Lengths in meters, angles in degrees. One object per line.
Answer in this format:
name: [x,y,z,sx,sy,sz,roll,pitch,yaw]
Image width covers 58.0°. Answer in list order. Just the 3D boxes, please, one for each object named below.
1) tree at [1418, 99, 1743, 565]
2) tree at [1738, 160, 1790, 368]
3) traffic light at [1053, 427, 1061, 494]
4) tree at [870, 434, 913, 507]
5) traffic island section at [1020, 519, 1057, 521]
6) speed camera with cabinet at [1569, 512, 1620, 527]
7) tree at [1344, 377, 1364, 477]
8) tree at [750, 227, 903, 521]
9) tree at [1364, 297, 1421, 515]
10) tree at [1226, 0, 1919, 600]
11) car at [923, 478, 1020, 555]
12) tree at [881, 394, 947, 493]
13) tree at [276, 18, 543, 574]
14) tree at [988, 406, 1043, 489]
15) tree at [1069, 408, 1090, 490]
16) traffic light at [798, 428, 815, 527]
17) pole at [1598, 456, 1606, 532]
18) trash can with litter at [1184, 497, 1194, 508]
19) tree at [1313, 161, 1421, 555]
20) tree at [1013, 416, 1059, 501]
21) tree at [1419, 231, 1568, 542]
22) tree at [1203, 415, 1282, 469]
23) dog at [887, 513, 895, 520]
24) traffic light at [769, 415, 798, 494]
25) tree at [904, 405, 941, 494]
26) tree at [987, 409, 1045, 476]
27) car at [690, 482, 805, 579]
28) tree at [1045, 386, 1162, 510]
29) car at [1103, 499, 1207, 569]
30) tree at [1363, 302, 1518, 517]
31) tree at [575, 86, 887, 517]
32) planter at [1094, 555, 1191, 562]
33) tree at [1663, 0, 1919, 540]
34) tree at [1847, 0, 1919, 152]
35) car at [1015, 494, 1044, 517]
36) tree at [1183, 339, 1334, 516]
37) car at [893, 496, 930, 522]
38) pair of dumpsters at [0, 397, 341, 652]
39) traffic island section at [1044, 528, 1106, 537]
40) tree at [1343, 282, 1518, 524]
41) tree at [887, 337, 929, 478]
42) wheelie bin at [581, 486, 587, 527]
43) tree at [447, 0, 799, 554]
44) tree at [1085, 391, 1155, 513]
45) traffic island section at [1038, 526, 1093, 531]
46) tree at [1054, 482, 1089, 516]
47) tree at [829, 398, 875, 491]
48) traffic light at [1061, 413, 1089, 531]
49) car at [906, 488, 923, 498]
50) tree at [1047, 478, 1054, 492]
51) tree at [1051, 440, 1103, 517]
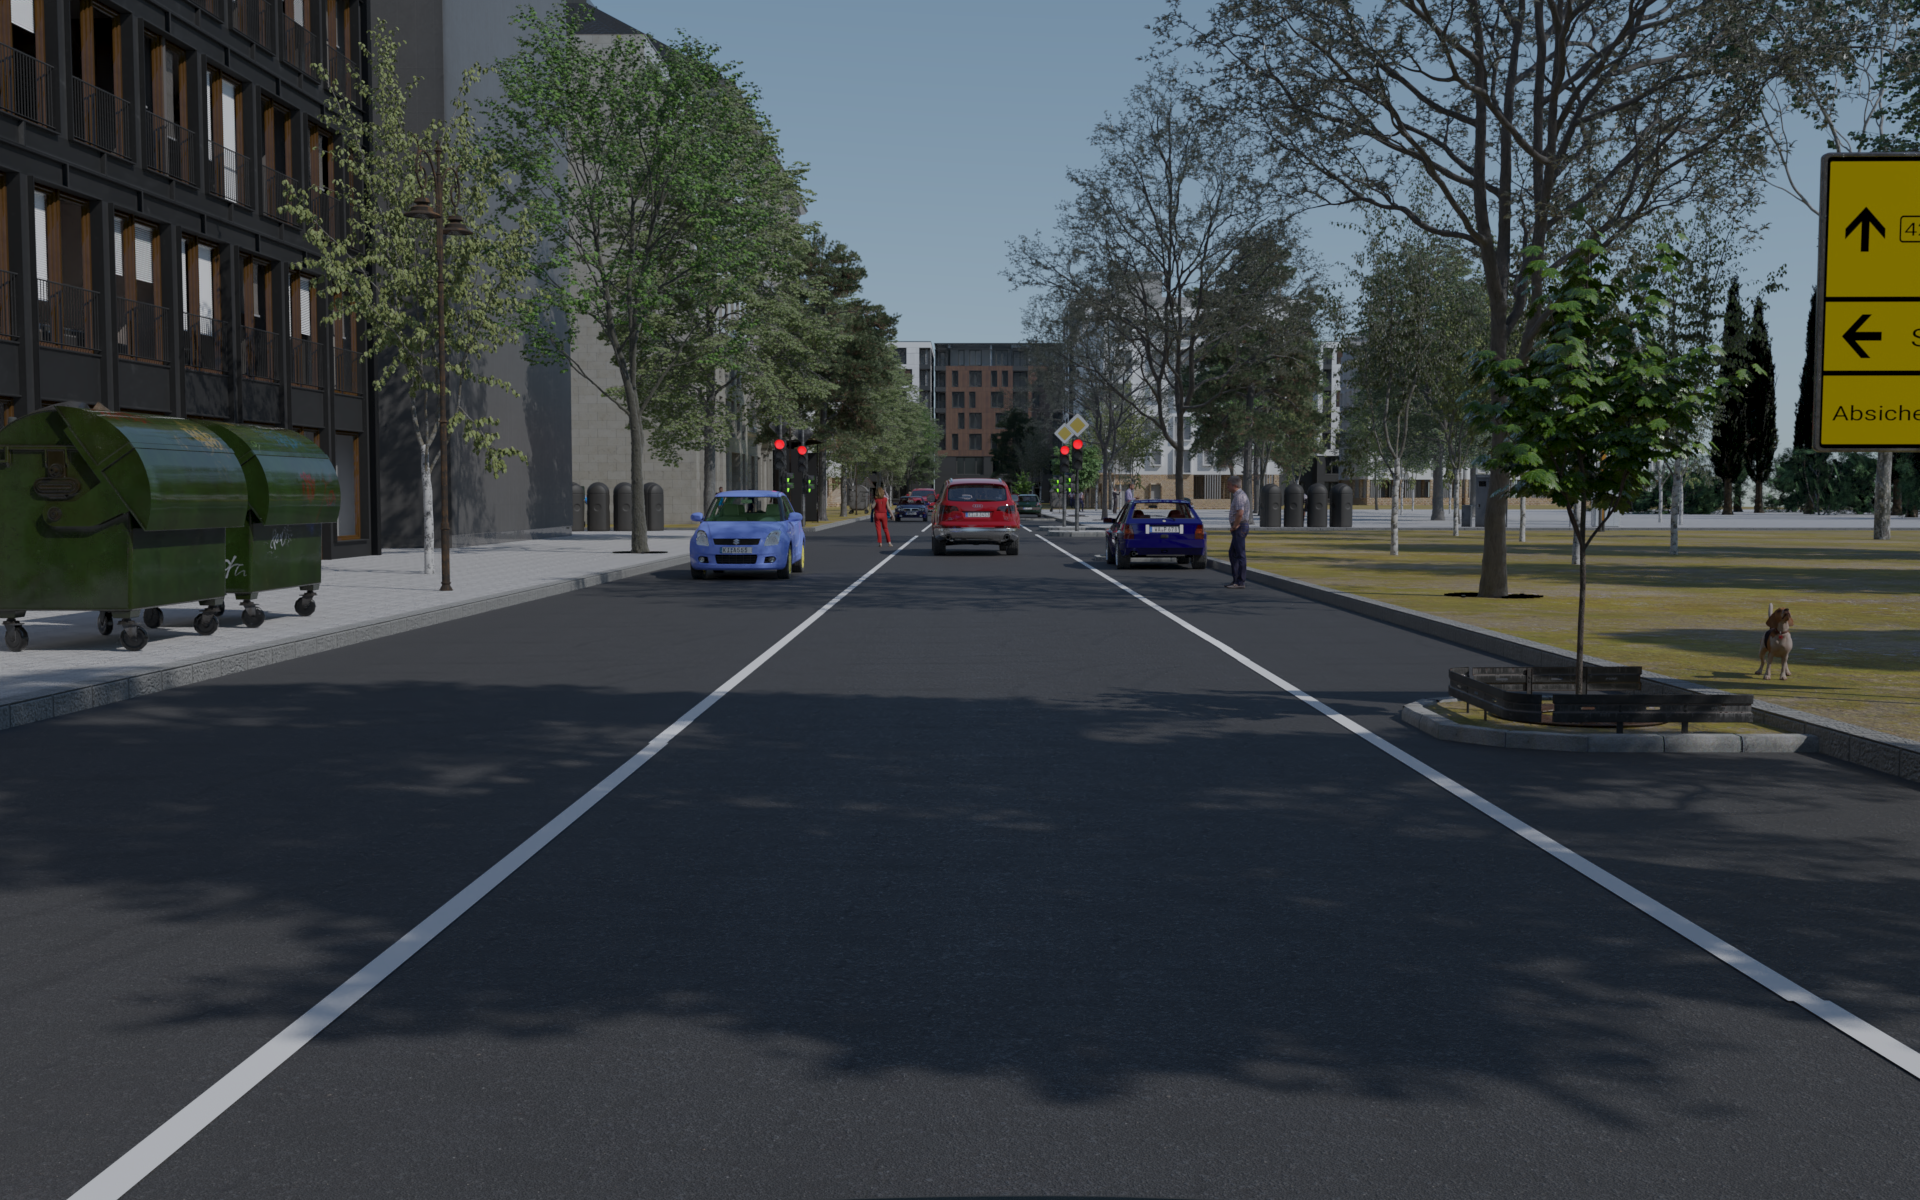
tree: [10.993,-4.950,31.293,4.360,8.622,3.978,0,3,0]
tree: [15.258,-5.281,36.705,4.360,8.622,3.978,0,3,0]
traffic light: [4.052,-4.790,67.562,0.839,4.213,0.868,0,4,0]
tree: [-6.851,-13.633,173.262,4.360,8.622,3.978,0,3,0]
traffic island section: [4.229,-4.329,93.640,1.991,0.108,1.994,0,4,0]
speed camera with cabinet: [24.650,-4.476,67.521,2.038,3.252,0.660,0,4,6]
tree: [30.761,-12.360,120.211,7.486,12.596,7.792,0,3,0]
tree: [-6.376,-10.733,82.908,7.806,13.903,7.818,0,3,0]
tree: [15.453,-6.277,52.984,4.737,8.622,4.395,0,3,0]
tree: [6.733,-6.766,21.002,12.009,13.543,11.850,0,3,0]
car: [0.333,-2.044,42.097,2.281,1.827,5.304,0,4,-2]
tree: [-6.458,-19.157,219.871,9.857,13.997,8.962,0,3,0]
tree: [-8.458,-4.704,27.270,4.737,8.622,4.395,0,3,0]
tree: [6.825,-17.624,210.202,6.751,12.117,7.091,0,3,0]
tree: [10.162,-11.093,131.726,4.737,8.622,4.395,0,3,0]
traffic light: [-6.109,-4.792,67.599,0.839,4.213,0.868,0,4,0]
pole: [21.772,-3.966,58.686,0.158,3.312,0.155,0,3,0]
trash can with litter: [7.689,-2.947,59.578,0.624,1.170,1.055,1,4,15]
tree: [9.234,-5.262,36.388,4.360,8.622,3.978,0,3,0]
tree: [7.196,-13.439,170.091,4.360,8.622,3.978,0,3,0]
tree: [14.923,-5.879,46.479,4.737,8.622,4.395,0,3,0]
tree: [22.219,-12.210,134.048,8.767,10.594,7.601,-3,5,-42]
dog: [-3.789,-4.755,94.573,0.513,0.831,0.800,-3,4,-36]
traffic light: [-6.151,-4.304,59.614,0.839,4.213,0.868,0,4,0]
tree: [-5.977,-16.741,199.464,9.928,11.665,9.643,0,3,0]
tree: [6.665,-15.563,188.866,7.601,10.594,8.767,1,4,16]
car: [-3.695,-1.272,30.381,1.945,1.707,3.694,0,3,0]
tree: [12.190,-12.502,138.827,8.767,10.594,7.601,1,4,16]
car: [3.851,-1.333,34.372,1.945,1.354,3.894,0,4,0]
tree: [27.936,-10.837,95.317,7.486,12.596,7.792,0,3,0]
tree: [-6.821,-7.951,48.133,7.486,12.596,7.792,0,3,0]
planter: [3.925,-1.012,37.683,1.991,0.319,1.994,0,4,0]
tree: [25.320,-11.683,46.913,12.611,20.169,13.585,0,3,0]
tree: [22.966,-7.799,34.167,9.857,13.997,8.962,0,3,0]
car: [4.194,-5.968,107.361,2.009,1.686,4.222,0,4,2]
tree: [17.938,-10.767,101.793,9.928,11.665,9.643,0,3,0]
car: [-2.555,-4.819,91.372,1.945,1.354,3.894,0,4,-1]
pair of dumpsters: [-7.266,-0.829,16.053,1.574,2.255,4.436,0,4,0]
traffic island section: [4.050,-2.288,59.690,2.009,0.180,2.903,0,4,0]
tree: [21.163,-8.507,73.503,8.767,10.594,7.601,1,4,8]
tree: [-6.259,-11.006,98.078,7.486,12.596,7.792,0,3,0]
wheelie bin: [-14.926,-3.628,67.224,0.980,1.594,0.693,-1,4,-17]
tree: [-7.062,-6.816,37.192,9.928,11.665,9.643,0,3,0]
tree: [11.537,-10.494,121.935,4.360,8.622,3.978,0,3,0]
traffic island section: [4.092,-2.776,67.675,2.009,0.180,2.903,0,4,0]
tree: [6.827,-6.592,102.381,1.663,3.219,1.824,0,3,0]
tree: [-7.588,-10.374,119.980,4.737,8.622,4.395,0,3,0]
traffic light: [4.010,-4.302,59.577,0.839,4.213,0.868,0,4,0]
car: [-2.433,-6.539,115.583,2.281,1.827,5.304,0,4,1]
tree: [6.517,-7.355,114.859,1.663,3.219,1.824,0,3,0]
tree: [6.575,-6.999,98.145,4.285,4.588,4.351,0,3,0]
